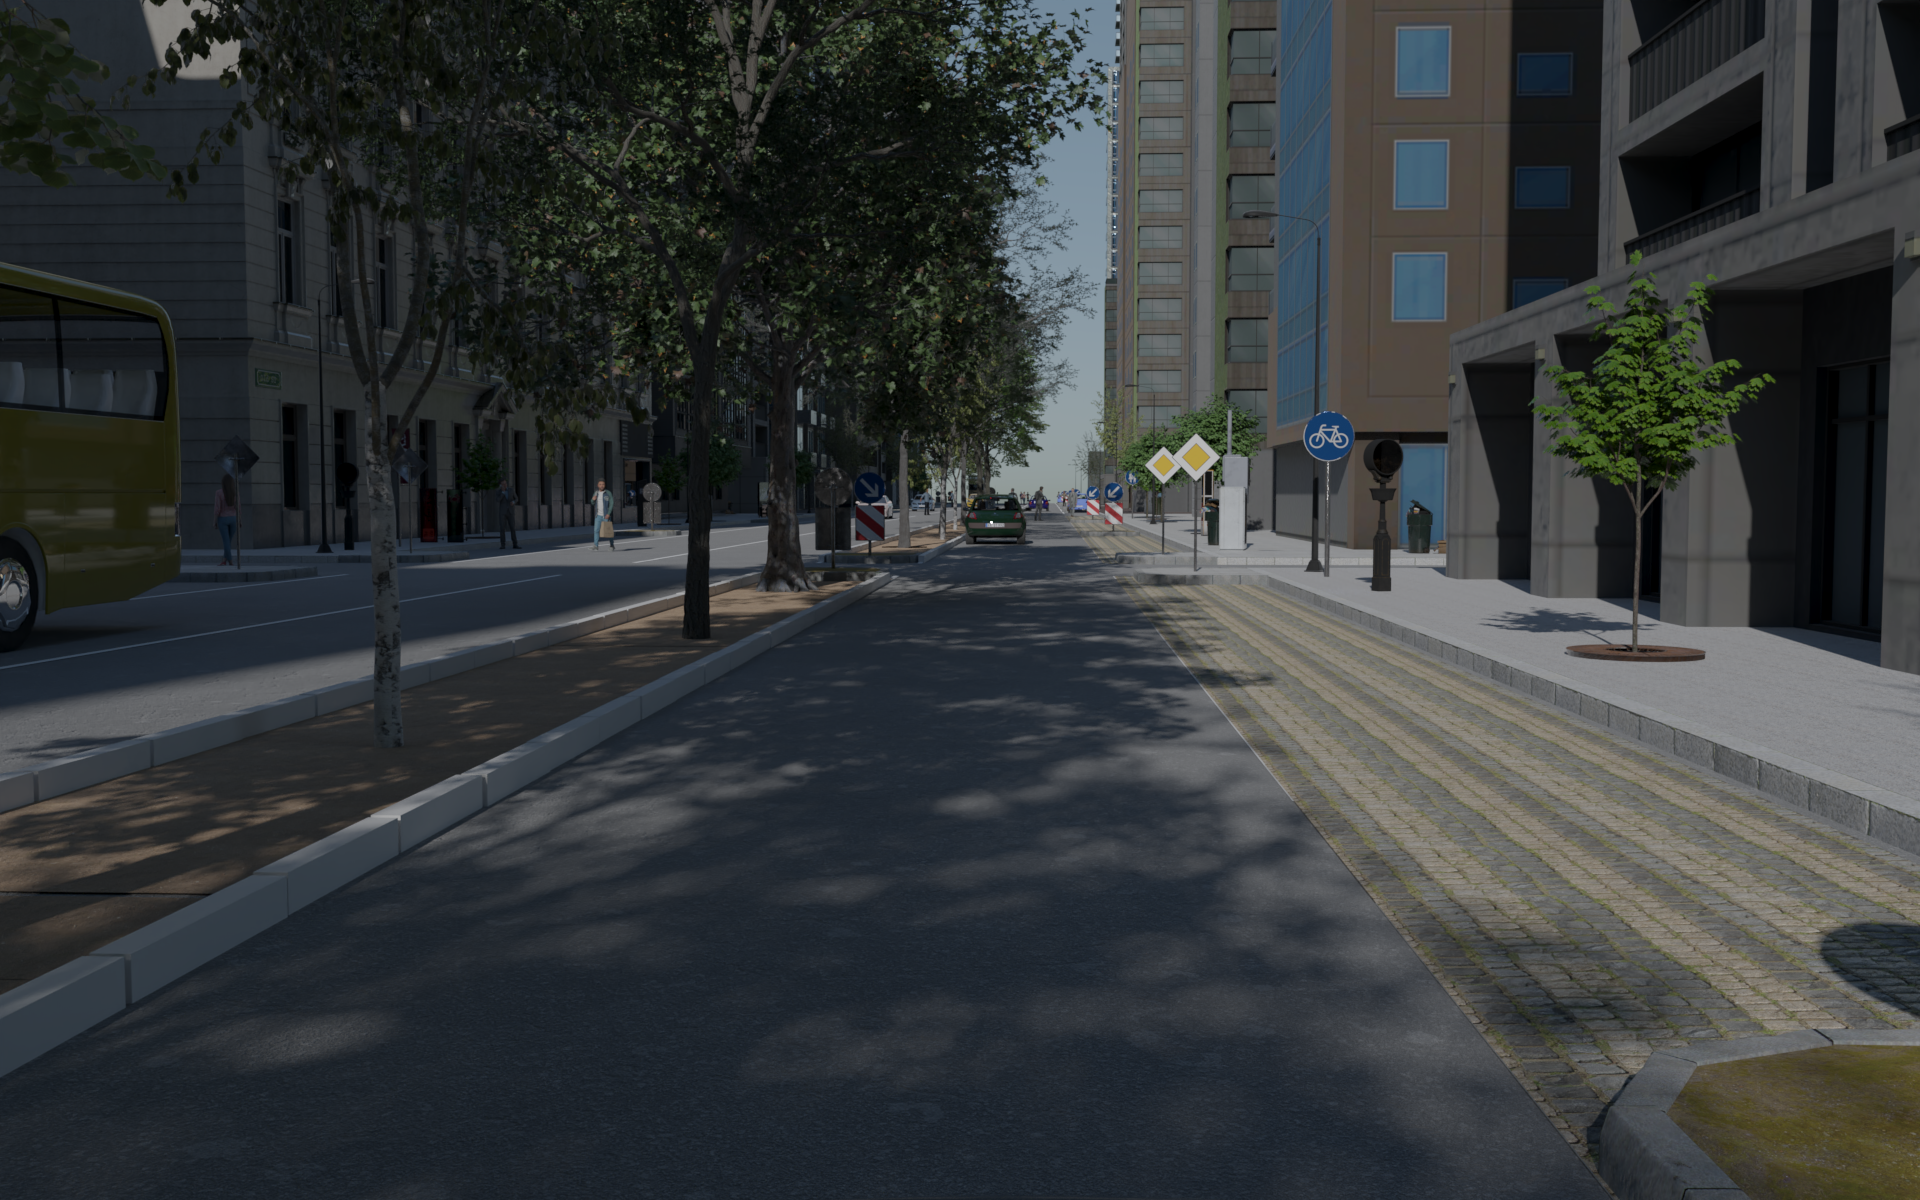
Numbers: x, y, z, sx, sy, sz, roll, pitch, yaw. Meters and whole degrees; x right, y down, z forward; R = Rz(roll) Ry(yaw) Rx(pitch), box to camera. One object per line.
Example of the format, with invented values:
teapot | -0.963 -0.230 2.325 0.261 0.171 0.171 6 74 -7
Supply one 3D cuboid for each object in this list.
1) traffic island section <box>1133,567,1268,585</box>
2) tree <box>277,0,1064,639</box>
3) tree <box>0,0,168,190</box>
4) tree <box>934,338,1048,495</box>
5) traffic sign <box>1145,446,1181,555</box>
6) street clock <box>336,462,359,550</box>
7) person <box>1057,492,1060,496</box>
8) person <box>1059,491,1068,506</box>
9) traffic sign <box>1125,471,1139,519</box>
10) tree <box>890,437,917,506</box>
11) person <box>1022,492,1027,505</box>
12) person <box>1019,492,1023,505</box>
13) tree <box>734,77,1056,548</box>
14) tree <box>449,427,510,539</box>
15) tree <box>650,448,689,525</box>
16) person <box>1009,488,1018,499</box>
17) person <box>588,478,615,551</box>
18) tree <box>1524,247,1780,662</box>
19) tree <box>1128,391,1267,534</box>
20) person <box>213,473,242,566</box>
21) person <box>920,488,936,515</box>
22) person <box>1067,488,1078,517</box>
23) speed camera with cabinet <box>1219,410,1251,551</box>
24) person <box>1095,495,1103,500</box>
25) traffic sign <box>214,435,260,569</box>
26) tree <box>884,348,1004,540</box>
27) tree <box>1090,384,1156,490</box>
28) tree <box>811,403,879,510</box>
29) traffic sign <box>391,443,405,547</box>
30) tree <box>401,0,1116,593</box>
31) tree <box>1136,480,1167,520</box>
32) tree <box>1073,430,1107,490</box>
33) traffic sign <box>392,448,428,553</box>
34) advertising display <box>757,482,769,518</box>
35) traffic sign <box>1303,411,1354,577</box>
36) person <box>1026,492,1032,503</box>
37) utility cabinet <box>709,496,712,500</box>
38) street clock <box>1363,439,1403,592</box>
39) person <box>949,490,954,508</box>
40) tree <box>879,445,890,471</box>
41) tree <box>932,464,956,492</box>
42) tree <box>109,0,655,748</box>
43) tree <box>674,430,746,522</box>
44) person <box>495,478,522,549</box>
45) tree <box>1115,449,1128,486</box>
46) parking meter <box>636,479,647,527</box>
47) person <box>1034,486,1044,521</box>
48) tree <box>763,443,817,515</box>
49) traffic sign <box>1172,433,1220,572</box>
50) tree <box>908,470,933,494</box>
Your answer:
traffic island section | 3.915 -0.392 28.684 2.009 0.180 2.903 0 4 3
tree | -2.642 -4.866 16.425 8.767 10.594 7.601 0 4 3
tree | -3.498 -5.046 3.093 7.486 12.596 7.792 0 3 0
tree | 1.541 -10.455 99.159 9.928 11.665 9.643 0 3 0
traffic sign | 4.294 -2.015 36.582 0.795 2.450 0.064 0 4 3
street clock | -13.985 -2.143 39.603 0.471 2.002 0.358 0 4 -8
person | 15.130 -15.668 264.669 0.705 1.824 1.348 -1 4 -20
person | 12.081 -11.775 201.036 1.348 1.823 0.705 3 5 39
traffic sign | 9.006 -5.522 90.385 0.768 2.556 0.104 1 4 12
tree | -6.548 -14.351 184.993 4.360 8.622 3.978 0 3 0
person | 8.264 -12.944 220.841 0.721 1.736 1.217 3 5 44
person | 8.174 -13.412 228.230 0.683 1.767 0.568 0 4 2
tree | -1.499 -8.126 45.682 12.009 13.543 11.850 0 3 0
tree | -13.892 -3.381 49.886 1.663 3.219 1.824 0 3 0
tree | -12.040 -4.757 72.379 1.663 3.219 1.824 0 3 0
person | 2.975 -5.533 99.369 0.661 1.777 0.834 -2 4 -28
person | -8.822 -2.106 42.924 0.794 1.824 0.713 3 4 36
tree | 5.343 -1.172 13.760 1.663 3.219 1.824 0 3 0
tree | 8.200 -4.392 55.516 4.285 4.588 4.351 0 3 0
person | -13.841 -1.484 32.770 0.388 1.821 0.555 2 4 33
person | -2.216 -6.642 117.083 1.348 1.826 0.705 -3 5 -40
person | 7.015 -6.106 108.433 0.694 1.812 0.767 1 4 20
speed camera with cabinet | 6.390 -2.805 40.195 0.660 3.252 2.038 1 4 13
person | 15.143 -11.190 191.468 1.348 1.823 0.705 0 4 6
traffic sign | -12.281 -1.578 29.443 0.795 2.450 0.064 0 4 3
tree | -0.565 -6.204 54.252 4.737 8.622 4.395 0 3 0
tree | 10.597 -10.076 115.099 4.737 8.622 4.395 0 3 0
tree | -9.081 -11.051 131.039 4.360 8.622 3.978 0 3 0
traffic sign | -13.622 -2.572 42.060 0.884 2.594 0.081 1 4 11
tree | -2.598 -6.458 25.058 9.611 12.733 9.660 0 3 0
tree | 9.964 -5.652 87.018 1.663 3.219 1.824 0 3 0
tree | 15.204 -15.201 198.894 4.360 8.622 3.978 0 3 0
traffic sign | -11.878 -2.066 37.418 0.795 2.450 0.064 0 4 3
advertising display | -10.691 -5.441 94.180 0.123 1.923 0.974 2 4 26
traffic sign | 5.684 -1.630 26.758 0.768 2.556 0.104 1 4 10
person | 9.463 -14.199 241.371 1.217 1.743 0.721 0 4 -2
utility cabinet | -12.803 -4.568 85.848 1.020 1.237 0.306 -2 4 -29
street clock | 5.568 -1.117 22.828 0.471 2.002 0.358 -1 4 -18
person | -0.857 -10.648 182.585 0.705 1.826 1.348 1 4 20
tree | -8.558 -11.663 141.059 4.360 8.622 3.978 0 3 0
tree | -2.568 -18.986 260.783 4.360 8.622 3.978 0 3 0
tree | -3.225 -3.454 9.287 4.360 8.622 3.978 0 3 0
tree | -11.719 -5.971 81.336 4.285 4.588 4.351 0 3 0
person | -11.773 -2.254 45.151 0.655 1.846 0.447 -2 4 -28
tree | 9.185 -5.795 78.458 4.285 4.588 4.351 0 3 0
parking meter | -12.544 -3.821 68.192 0.399 1.863 0.255 -1 4 -17
person | 4.229 -5.126 92.114 0.447 1.846 0.655 -3 5 -43
tree | -10.505 -7.557 107.269 4.285 4.588 4.351 0 3 0
traffic sign | 3.891 -1.527 28.608 0.795 2.450 0.064 0 4 3
tree | -4.987 -14.090 214.087 4.285 4.588 4.351 0 3 0
